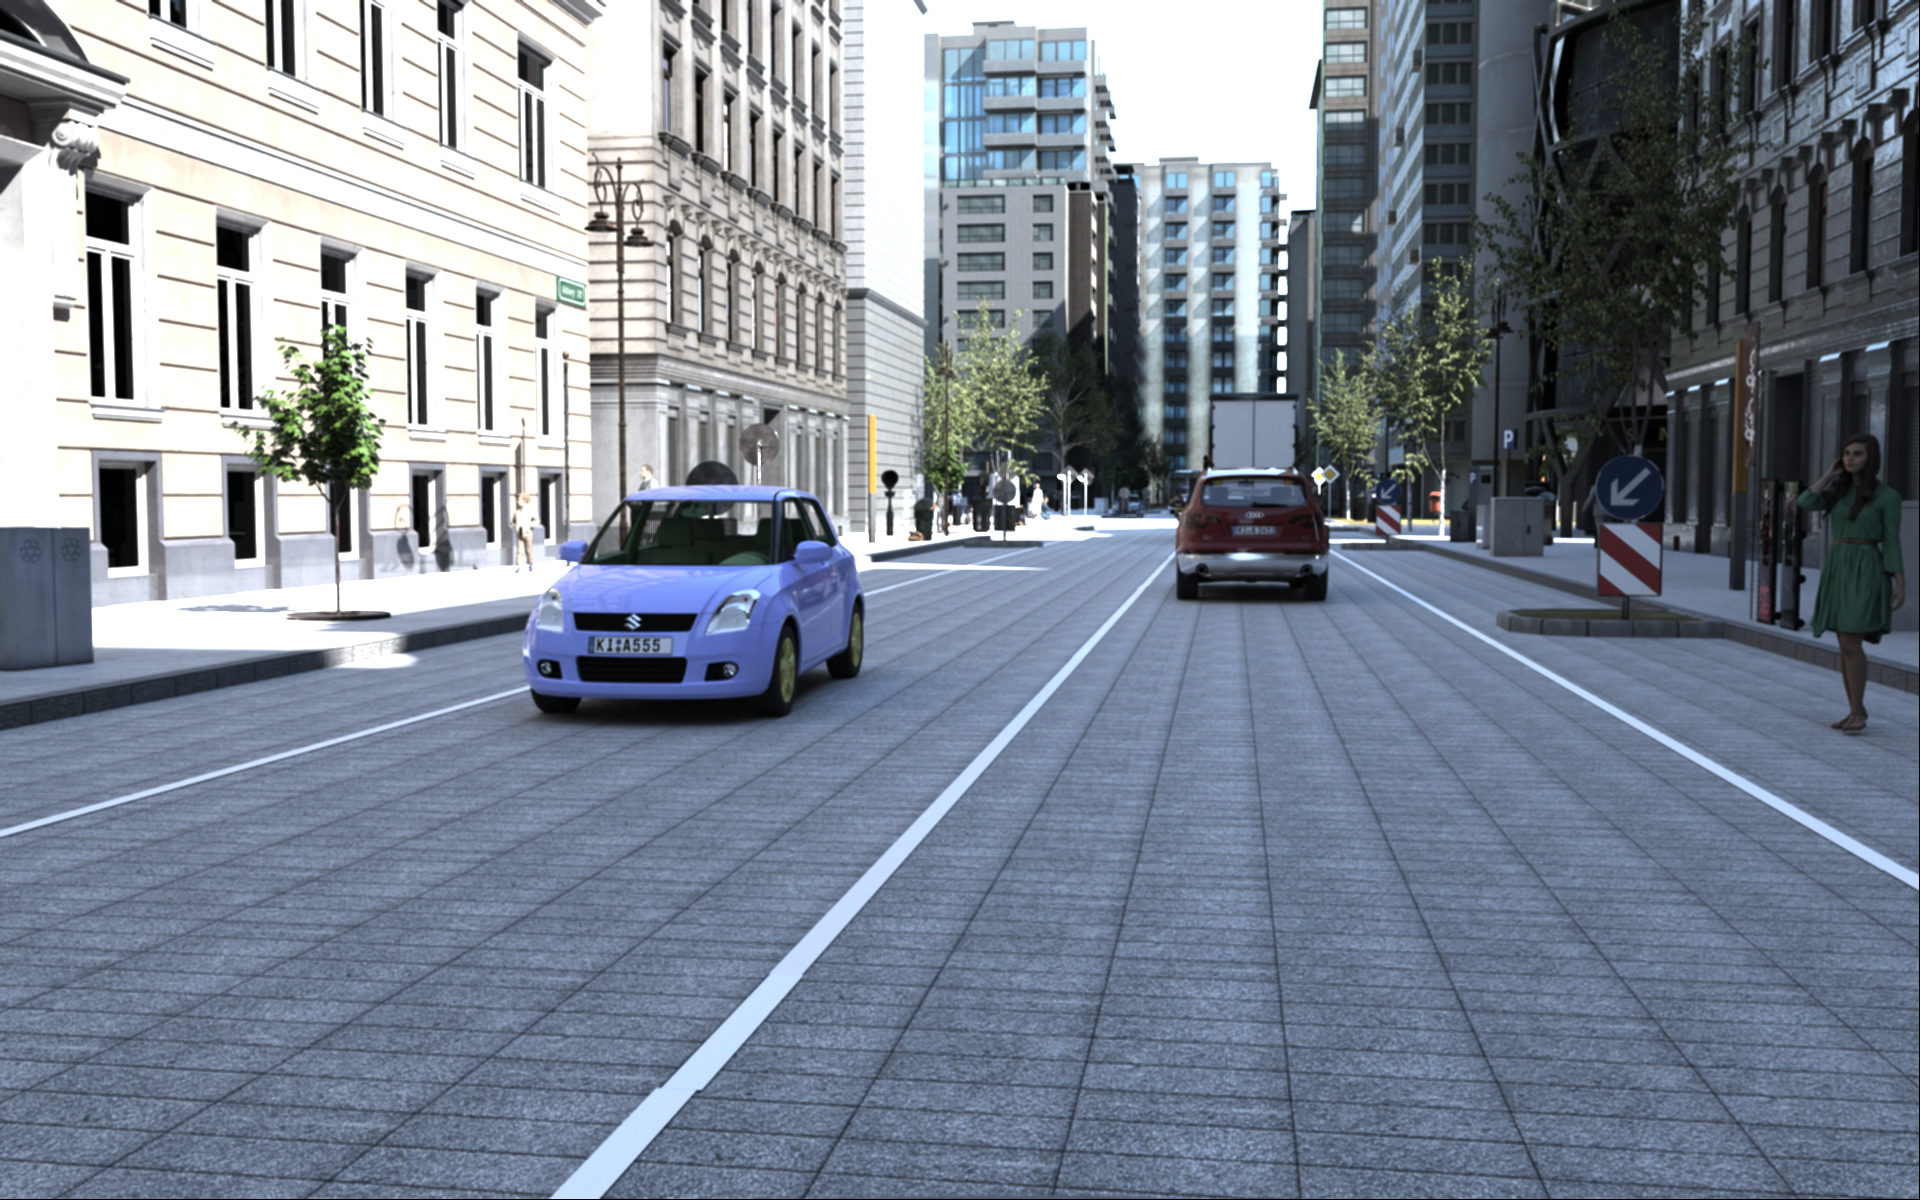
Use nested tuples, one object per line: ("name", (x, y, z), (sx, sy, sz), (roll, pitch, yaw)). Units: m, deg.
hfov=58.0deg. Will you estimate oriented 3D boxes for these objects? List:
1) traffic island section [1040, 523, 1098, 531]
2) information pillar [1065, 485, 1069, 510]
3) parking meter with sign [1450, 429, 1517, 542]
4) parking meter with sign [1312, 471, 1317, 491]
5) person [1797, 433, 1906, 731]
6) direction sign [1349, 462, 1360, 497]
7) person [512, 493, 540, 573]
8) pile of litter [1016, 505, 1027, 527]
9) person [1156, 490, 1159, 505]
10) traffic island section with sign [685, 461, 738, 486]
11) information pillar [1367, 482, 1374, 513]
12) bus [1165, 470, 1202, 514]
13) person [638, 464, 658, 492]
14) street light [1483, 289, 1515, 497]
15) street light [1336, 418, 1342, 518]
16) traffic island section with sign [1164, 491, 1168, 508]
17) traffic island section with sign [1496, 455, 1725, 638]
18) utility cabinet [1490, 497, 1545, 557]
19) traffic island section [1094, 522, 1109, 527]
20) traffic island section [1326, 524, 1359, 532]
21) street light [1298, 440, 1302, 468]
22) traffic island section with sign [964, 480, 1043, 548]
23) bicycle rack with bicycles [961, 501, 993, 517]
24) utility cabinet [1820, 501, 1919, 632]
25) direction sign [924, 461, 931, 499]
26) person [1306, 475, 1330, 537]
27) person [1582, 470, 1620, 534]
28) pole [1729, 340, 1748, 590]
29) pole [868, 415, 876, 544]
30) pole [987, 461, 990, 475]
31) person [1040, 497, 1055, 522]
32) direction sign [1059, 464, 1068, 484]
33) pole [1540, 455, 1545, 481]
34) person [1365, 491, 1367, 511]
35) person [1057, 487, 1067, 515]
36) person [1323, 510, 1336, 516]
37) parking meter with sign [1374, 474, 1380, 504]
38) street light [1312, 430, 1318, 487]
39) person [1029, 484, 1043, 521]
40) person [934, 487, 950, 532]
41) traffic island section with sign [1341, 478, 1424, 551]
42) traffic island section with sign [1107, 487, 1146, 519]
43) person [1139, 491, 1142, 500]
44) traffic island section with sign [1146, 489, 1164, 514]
("traffic island section", (4.300, -2.858, 69.003), (2.009, 0.180, 2.903), (1, 4, 9))
("information pillar", (8.517, -8.139, 137.560), (0.304, 2.012, 0.304), (-3, 5, -42))
("parking meter with sign", (13.952, -3.057, 46.244), (1.738, 3.016, 0.543), (-1, 4, -18))
("parking meter with sign", (26.463, -8.120, 129.018), (0.543, 3.016, 1.738), (1, 4, 12))
("person", (5.414, -0.104, 10.440), (0.529, 1.795, 0.600), (-3, 5, -44))
("direction sign", (28.143, -8.045, 123.532), (0.876, 3.537, 0.379), (3, 5, 44))
("person", (-7.066, -1.092, 28.173), (0.475, 1.303, 0.640), (0, 4, -1))
("pile of litter", (2.144, -3.377, 69.178), (1.176, 0.858, 1.719), (1, 4, 16))
("person", (22.991, -11.986, 202.102), (0.705, 1.812, 1.348), (0, 4, 7))
("traffic island section with sign", (-2.988, -0.698, 20.046), (1.989, 1.847, 2.006), (1, 4, 9))
("information pillar", (22.987, -5.656, 96.963), (0.304, 2.012, 0.304), (2, 4, 29))
("bus", (16.820, -8.130, 127.791), (2.948, 3.499, 13.247), (1, 4, 9))
("person", (-5.634, -1.520, 30.993), (0.767, 1.812, 0.694), (-2, 4, -24))
("street light", (11.967, -4.026, 38.611), (0.468, 5.910, 1.993), (1, 4, 9))
("street light", (20.495, -7.365, 93.201), (0.468, 5.910, 1.993), (1, 4, 9))
("traffic island section with sign", (21.564, -10.335, 177.609), (1.989, 1.847, 2.006), (1, 4, 9))
("traffic island section with sign", (6.769, -0.590, 18.271), (1.989, 1.847, 2.006), (1, 4, 9))
("utility cabinet", (11.461, -1.496, 35.626), (1.020, 1.237, 0.306), (0, 4, -1))
("traffic island section", (5.530, -3.340, 76.893), (2.009, 0.180, 2.903), (1, 4, 9))
("traffic island section", (14.419, -2.761, 67.427), (2.009, 0.180, 2.903), (1, 4, 9))
("street light", (29.116, -10.762, 148.749), (0.468, 5.910, 1.993), (1, 4, 9))
("traffic island section with sign", (1.225, -2.353, 47.099), (1.989, 1.847, 2.006), (1, 4, 9))
("bicycle rack with bicycles", (1.274, -5.097, 96.721), (2.925, 0.926, 2.852), (-1, 4, -8))
("utility cabinet", (8.687, -0.315, 16.317), (1.020, 1.237, 0.306), (1, 4, 19))
("direction sign", (-2.325, -7.863, 120.557), (0.379, 3.537, 0.876), (1, 4, 20))
("person", (7.039, -1.614, 35.014), (0.853, 1.813, 0.709), (1, 4, 14))
("person", (13.140, -1.779, 35.405), (0.678, 1.792, 0.850), (0, 4, 0))
("pole", (10.390, -1.787, 23.060), (0.158, 3.312, 0.155), (0, 3, 0))
("pole", (-2.280, -3.119, 44.842), (0.158, 3.312, 0.155), (0, 3, 0))
("pole", (1.763, -6.970, 107.795), (0.158, 3.312, 0.155), (0, 3, 0))
("person", (4.102, -4.255, 81.110), (0.738, 1.151, 1.012), (0, 4, 2))
("direction sign", (7.762, -8.422, 129.695), (0.876, 3.537, 0.379), (3, 4, 39))
("pole", (25.494, -5.019, 75.911), (0.158, 3.312, 0.155), (0, 3, 0))
("person", (28.043, -6.889, 119.158), (0.515, 1.767, 0.782), (3, 5, 39))
("person", (6.415, -6.254, 108.653), (0.716, 1.782, 0.532), (-1, 4, -10))
("person", (21.894, -5.923, 102.656), (0.755, 1.850, 0.659), (2, 4, 30))
("parking meter with sign", (30.636, -8.026, 127.486), (0.543, 3.016, 1.738), (2, 4, 35))
("street light", (24.843, -9.072, 121.107), (0.468, 5.910, 1.993), (1, 4, 9))
("person", (3.658, -4.633, 82.137), (0.694, 1.780, 0.624), (-1, 4, -22))
("person", (-0.590, -3.273, 59.358), (0.447, 1.846, 0.655), (2, 4, 34))
("traffic island section with sign", (10.922, -2.219, 44.906), (1.989, 1.847, 2.006), (1, 4, 9))
("traffic island section with sign", (9.648, -5.659, 101.153), (1.989, 1.847, 2.006), (1, 4, 9))
("person", (18.872, -10.608, 180.000), (0.721, 1.766, 1.217), (-1, 4, -14))
("traffic island section with sign", (13.808, -7.291, 127.828), (1.989, 1.847, 2.006), (1, 4, 9))
